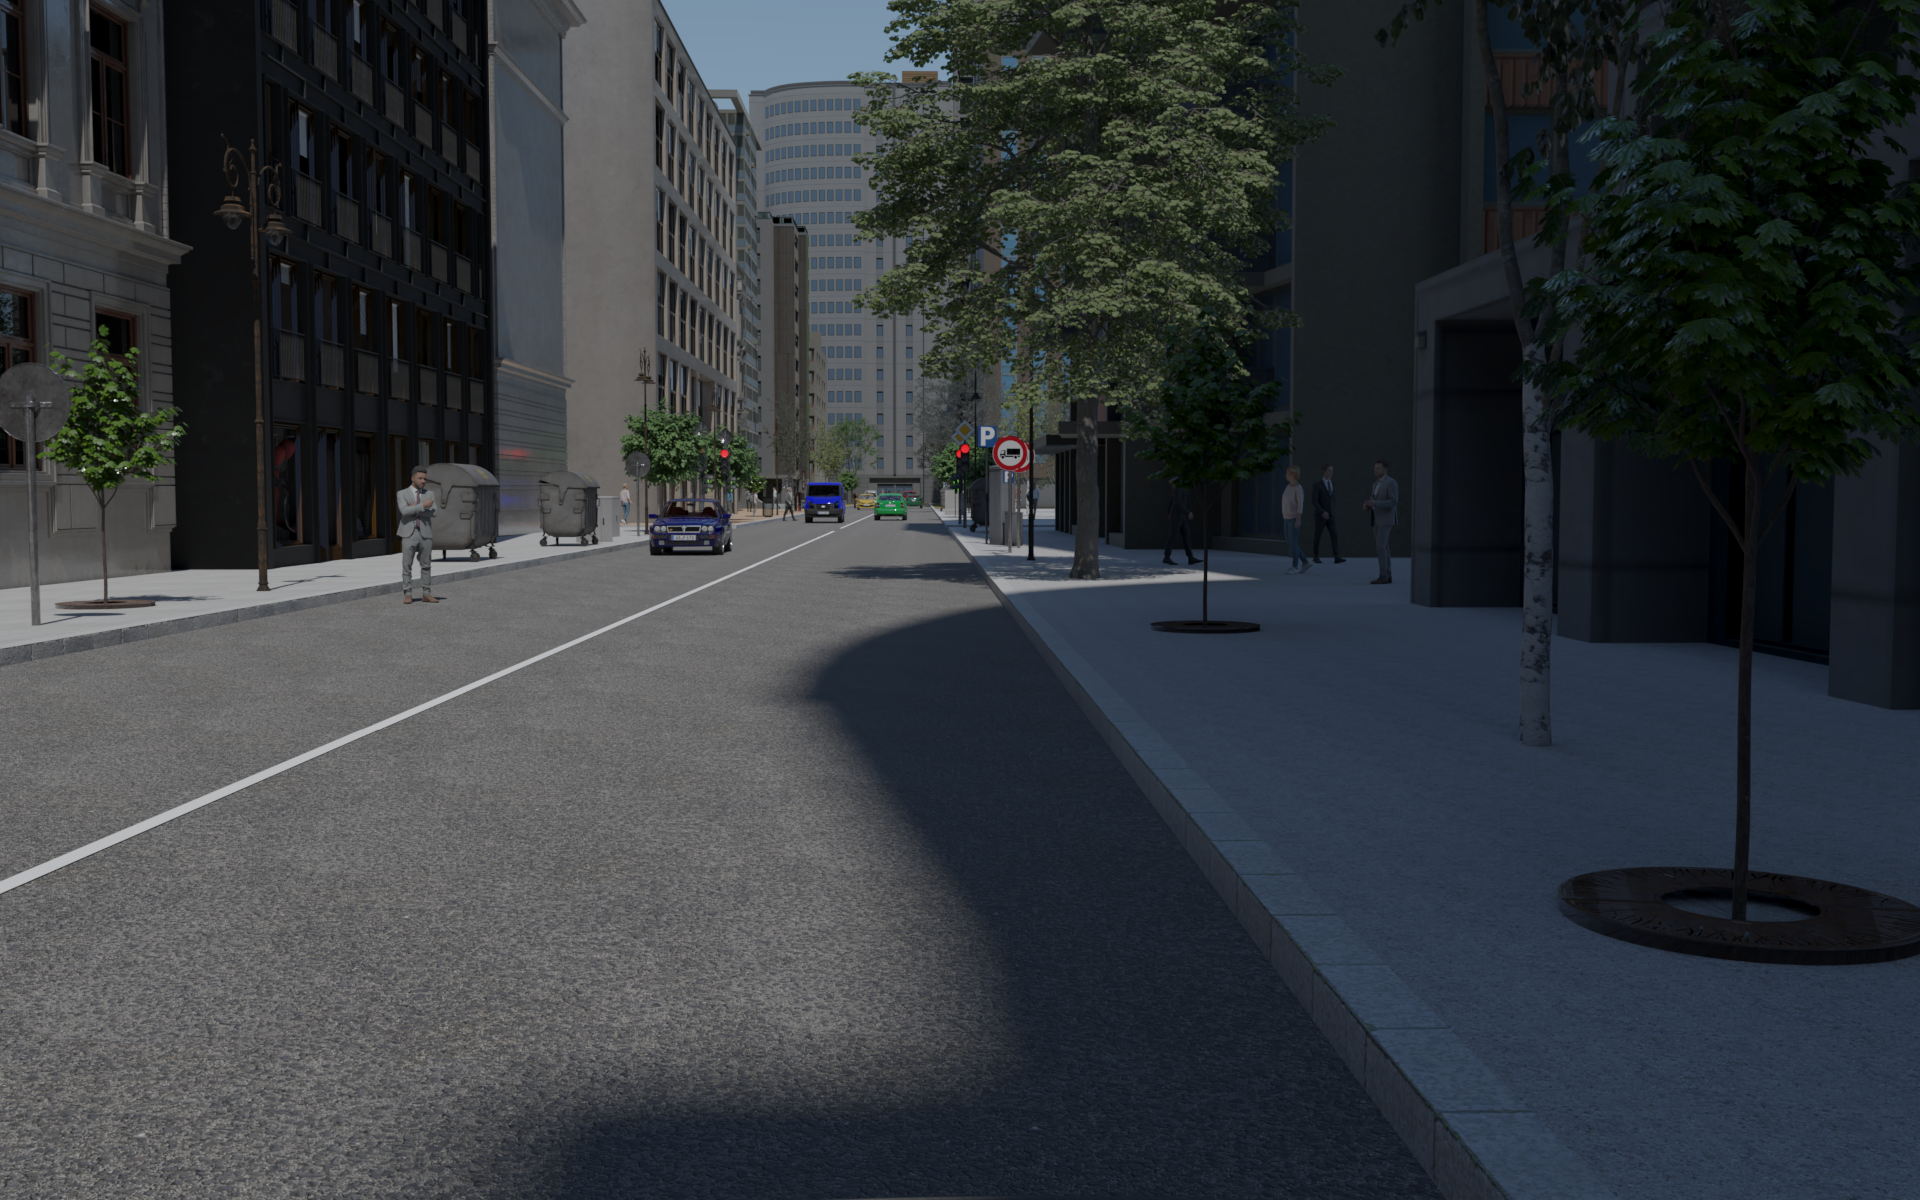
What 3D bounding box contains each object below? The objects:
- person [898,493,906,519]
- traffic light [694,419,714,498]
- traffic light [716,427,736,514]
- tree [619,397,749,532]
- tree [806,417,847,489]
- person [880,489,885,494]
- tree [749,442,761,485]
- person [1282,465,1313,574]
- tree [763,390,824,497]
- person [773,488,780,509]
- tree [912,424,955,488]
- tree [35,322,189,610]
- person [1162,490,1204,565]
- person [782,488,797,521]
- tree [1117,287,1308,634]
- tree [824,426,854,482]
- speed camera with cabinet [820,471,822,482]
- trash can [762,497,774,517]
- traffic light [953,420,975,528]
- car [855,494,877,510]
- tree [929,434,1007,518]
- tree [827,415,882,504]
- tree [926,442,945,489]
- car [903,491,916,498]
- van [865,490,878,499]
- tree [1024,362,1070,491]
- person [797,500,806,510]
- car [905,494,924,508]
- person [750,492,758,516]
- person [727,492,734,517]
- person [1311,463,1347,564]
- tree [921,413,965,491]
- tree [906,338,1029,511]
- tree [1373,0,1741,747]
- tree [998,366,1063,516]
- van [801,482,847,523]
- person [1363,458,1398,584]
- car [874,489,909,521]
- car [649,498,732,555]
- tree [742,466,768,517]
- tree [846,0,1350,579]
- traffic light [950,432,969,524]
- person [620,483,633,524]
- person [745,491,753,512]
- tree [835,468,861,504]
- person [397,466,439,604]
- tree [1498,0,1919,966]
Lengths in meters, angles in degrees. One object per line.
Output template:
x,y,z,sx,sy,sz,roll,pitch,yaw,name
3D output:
-3.308,-5.312,97.940,0.523,1.515,0.503,0,4,-3,person
-9.691,-4.657,65.067,0.839,4.253,0.868,0,4,-1,traffic light
-9.872,-5.146,73.050,0.839,4.253,0.868,0,4,-1,traffic light
-10.006,-4.570,58.438,4.285,4.588,4.351,0,3,0,tree
-12.505,-13.056,163.834,4.737,8.622,4.395,0,3,0,tree
-5.776,-7.439,130.408,0.520,1.790,0.573,-2,4,-27,person
-10.713,-5.761,77.908,4.285,4.588,4.351,0,3,0,tree
5.400,-1.288,27.766,0.598,1.740,0.731,-2,4,-23,person
-11.869,-10.487,121.831,4.360,8.622,3.978,0,3,0,tree
-15.468,-8.499,145.095,0.850,1.850,0.679,0,4,5,person
-2.190,-17.845,226.173,8.767,10.594,7.601,0,4,6,tree
-9.589,-1.532,19.642,1.663,3.219,1.824,0,3,0,tree
4.037,-1.558,31.291,0.755,1.850,0.659,1,4,12,person
-8.971,-5.050,91.466,0.834,1.777,0.661,0,4,4,person
2.204,-1.323,16.235,1.663,3.219,1.824,0,3,0,tree
-13.619,-14.453,186.672,4.360,8.622,3.978,0,3,0,tree
-11.812,-9.386,147.789,0.660,3.252,2.038,0,4,7,speed camera with cabinet
-10.634,-5.148,95.830,0.748,1.137,0.748,0,3,0,trash can
0.167,-4.672,65.305,0.839,4.253,0.868,0,4,-1,traffic light
-8.387,-8.899,155.728,2.015,1.641,3.980,0,4,-3,car
0.054,-6.786,94.668,4.285,4.588,4.351,0,3,0,tree
-13.969,-18.326,225.392,9.928,11.665,9.643,0,3,0,tree
-2.203,-16.167,214.695,4.737,8.622,4.395,0,3,0,tree
-5.992,-12.066,205.952,2.281,1.827,5.304,0,4,-1,car
-10.048,-11.493,194.918,2.013,2.044,4.112,0,4,-1,van
5.682,-8.762,93.623,4.360,8.622,3.978,0,3,0,tree
-12.838,-7.993,142.231,1.012,1.151,0.738,3,4,37,person
-4.659,-9.903,173.715,2.131,1.459,4.920,0,4,-2,car
-12.167,-5.755,102.738,0.503,1.515,0.523,1,4,23,person
-12.496,-5.356,93.954,0.444,1.785,0.601,-1,4,-17,person
6.804,-1.599,31.970,0.659,1.850,0.755,-2,4,-27,person
-1.157,-12.401,153.125,4.360,8.622,3.978,0,3,0,tree
0.233,-13.722,134.729,12.009,13.543,11.850,0,3,0,tree
2.990,-3.548,8.380,4.360,8.622,3.978,0,3,0,tree
3.947,-9.160,100.122,4.737,8.622,4.395,0,3,0,tree
-6.772,-5.049,86.934,2.240,2.365,5.245,0,4,-2,van
5.972,-1.135,24.797,0.583,1.804,0.606,-1,4,-20,person
-3.786,-5.280,95.120,1.959,1.807,4.718,0,4,-1,car
-6.481,-1.790,41.855,1.945,1.354,3.894,0,4,-3,car
-11.870,-6.360,98.594,1.663,3.219,1.824,0,3,0,tree
1.931,-6.626,26.467,7.486,12.596,7.792,0,3,0,tree
-0.014,-5.160,73.288,0.839,4.253,0.868,0,4,-1,traffic light
-14.174,-4.079,73.414,0.731,1.740,0.598,1,4,22,person
-15.168,-7.231,124.447,0.592,1.802,0.473,0,4,-8,person
-14.021,-14.113,214.454,4.285,4.588,4.351,0,3,0,tree
-7.088,-0.857,22.688,0.466,1.800,0.511,3,5,43,person
2.485,-0.644,5.131,1.663,3.219,1.824,0,3,0,tree
